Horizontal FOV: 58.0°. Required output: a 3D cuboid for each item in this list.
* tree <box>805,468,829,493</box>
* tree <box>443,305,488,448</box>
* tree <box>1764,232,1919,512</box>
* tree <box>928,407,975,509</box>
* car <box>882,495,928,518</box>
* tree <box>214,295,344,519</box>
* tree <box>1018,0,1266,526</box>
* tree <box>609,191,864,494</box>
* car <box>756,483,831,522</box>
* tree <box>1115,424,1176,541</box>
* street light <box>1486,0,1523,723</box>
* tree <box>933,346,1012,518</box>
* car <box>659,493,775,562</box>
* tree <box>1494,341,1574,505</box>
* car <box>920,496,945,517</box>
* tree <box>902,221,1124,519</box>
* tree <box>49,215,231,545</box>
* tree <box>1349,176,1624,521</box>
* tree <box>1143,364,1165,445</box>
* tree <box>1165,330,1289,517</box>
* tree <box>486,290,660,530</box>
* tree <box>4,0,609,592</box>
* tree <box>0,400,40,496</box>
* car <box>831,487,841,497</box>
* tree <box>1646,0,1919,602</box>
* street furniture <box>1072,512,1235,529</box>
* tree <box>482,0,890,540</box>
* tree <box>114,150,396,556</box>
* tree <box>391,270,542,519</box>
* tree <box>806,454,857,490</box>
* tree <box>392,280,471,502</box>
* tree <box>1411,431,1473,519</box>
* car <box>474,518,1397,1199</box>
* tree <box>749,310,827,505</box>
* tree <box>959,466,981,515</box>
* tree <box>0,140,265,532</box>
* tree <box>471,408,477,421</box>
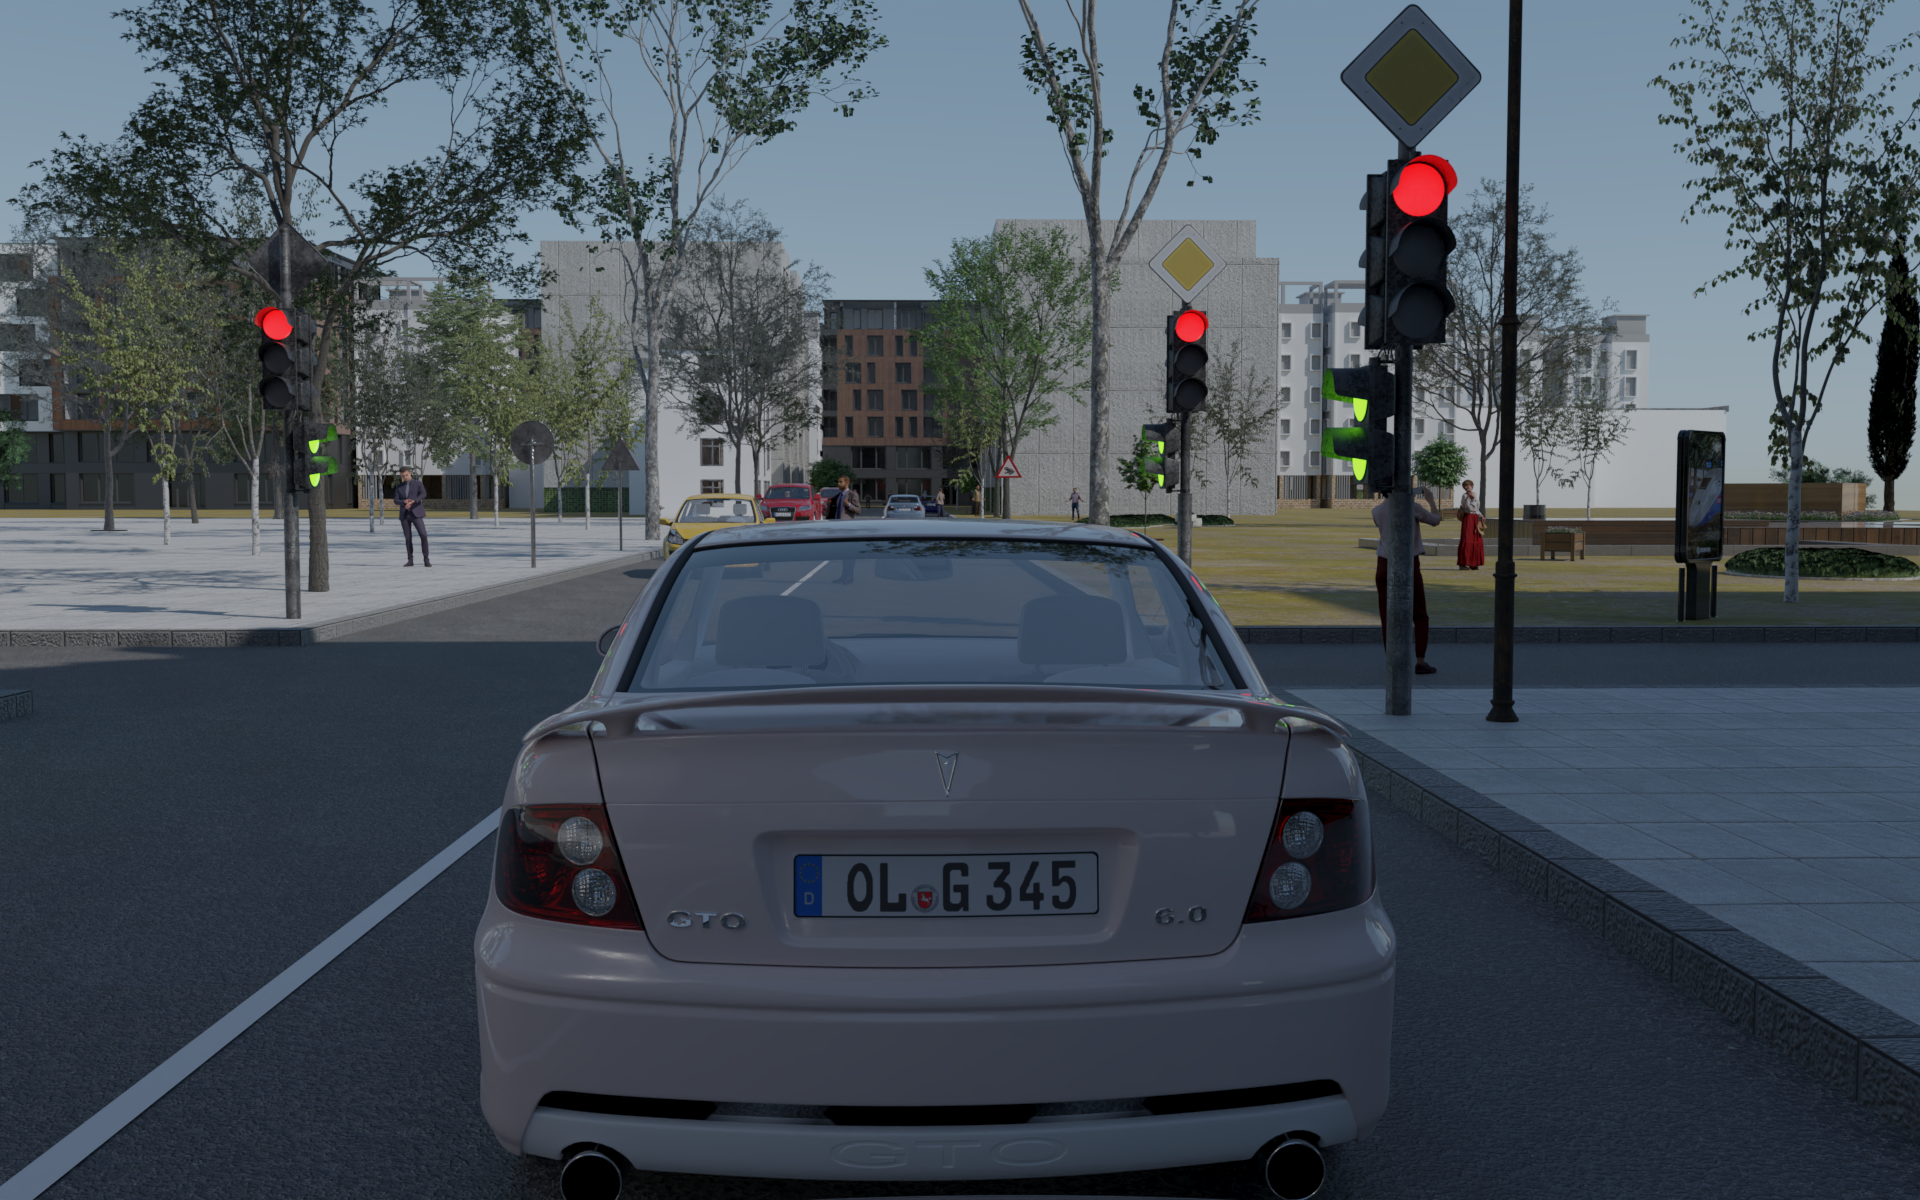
[{"bbox_3d":[-10.486,-8.055,126.308,1.663,3.219,1.824,0,3,0],"label":"tree"},{"bbox_3d":[-18.141,-7.223,68.463,4.737,8.622,4.395,0,3,0],"label":"tree"},{"bbox_3d":[51.152,-11.357,87.512,18.604,14.587,13.155,0,4,0],"label":"tree"},{"bbox_3d":[-0.377,-12.024,146.957,4.360,8.622,3.978,0,3,0],"label":"tree"},{"bbox_3d":[-2.417,-3.879,75.431,2.014,1.417,4.499,0,4,-1],"label":"car"},{"bbox_3d":[-34.809,-10.146,87.949,6.751,12.117,7.091,0,3,0],"label":"tree"},{"bbox_3d":[3.955,-10.794,32.379,12.611,20.169,13.585,0,3,0],"label":"tree"},{"bbox_3d":[-9.056,-9.774,70.178,12.009,13.543,11.850,0,3,0],"label":"tree"},{"bbox_3d":[-5.993,-3.209,61.147,2.281,1.827,5.304,0,3,0],"label":"car"},{"bbox_3d":[5.014,-3.260,47.907,1.663,3.219,1.824,0,3,0],"label":"tree"},{"bbox_3d":[3.071,-2.253,9.629,0.468,5.910,1.993,0,4,-2],"label":"street light"},{"bbox_3d":[0.976,-8.267,85.532,4.737,8.622,4.395,0,3,0],"label":"tree"},{"bbox_3d":[-4.274,-1.260,30.820,2.015,1.641,3.980,0,4,-3],"label":"car"},{"bbox_3d":[27.638,-8.091,82.648,4.360,8.622,3.978,0,3,0],"label":"tree"},{"bbox_3d":[-1.912,-6.001,110.701,1.945,1.354,3.894,0,3,0],"label":"car"},{"bbox_3d":[1.901,-8.503,64.781,9.928,11.665,9.643,0,3,0],"label":"tree"},{"bbox_3d":[-20.151,-5.681,43.244,4.737,8.622,4.395,0,3,0],"label":"tree"},{"bbox_3d":[20.149,-9.529,66.169,12.009,13.543,11.850,0,3,0],"label":"tree"},{"bbox_3d":[11.589,-8.513,89.556,4.360,8.622,3.978,0,3,0],"label":"tree"},{"bbox_3d":[12.291,-7.798,77.866,4.360,8.622,3.978,0,3,0],"label":"tree"},{"bbox_3d":[-13.601,-6.823,61.919,4.737,8.622,4.395,0,3,0],"label":"tree"},{"bbox_3d":[-8.329,-5.406,22.793,8.767,10.594,7.601,1,4,14],"label":"tree"},{"bbox_3d":[-56.439,-7.499,85.508,20.602,7.101,11.467,-1,4,-19],"label":"tree"},{"bbox_3d":[-7.056,-5.414,97.198,2.281,1.827,5.304,0,4,-3],"label":"car"},{"bbox_3d":[10.108,-4.278,20.309,4.360,8.622,3.978,0,3,0],"label":"tree"},{"bbox_3d":[7.690,-3.256,68.856,5.734,0.657,10.072,1,4,19],"label":"street furniture"},{"bbox_3d":[-7.303,-11.782,48.527,12.611,20.169,13.585,0,3,0],"label":"tree"},{"bbox_3d":[-14.913,-5.243,36.078,4.360,8.622,3.978,0,3,0],"label":"tree"},{"bbox_3d":[-25.097,-10.360,87.518,7.486,12.596,7.792,0,3,0],"label":"tree"},{"bbox_3d":[-10.750,-9.524,139.428,4.285,4.588,4.351,0,3,0],"label":"tree"},{"bbox_3d":[-19.546,-6.575,57.858,4.360,8.622,3.978,0,3,0],"label":"tree"},{"bbox_3d":[24.844,-6.458,89.304,4.285,4.588,4.351,0,3,0],"label":"tree"},{"bbox_3d":[-0.123,0.439,5.186,2.083,1.381,4.827,0,4,-2],"label":"car"},{"bbox_3d":[-10.019,-9.082,82.898,8.767,10.594,7.601,3,5,44],"label":"tree"},{"bbox_3d":[0.364,-6.888,107.215,1.663,3.219,1.824,0,3,0],"label":"tree"},{"bbox_3d":[-29.292,-9.125,59.556,12.009,13.543,11.850,0,3,0],"label":"tree"},{"bbox_3d":[-24.217,-7.811,78.072,4.360,8.622,3.978,0,3,0],"label":"tree"}]
